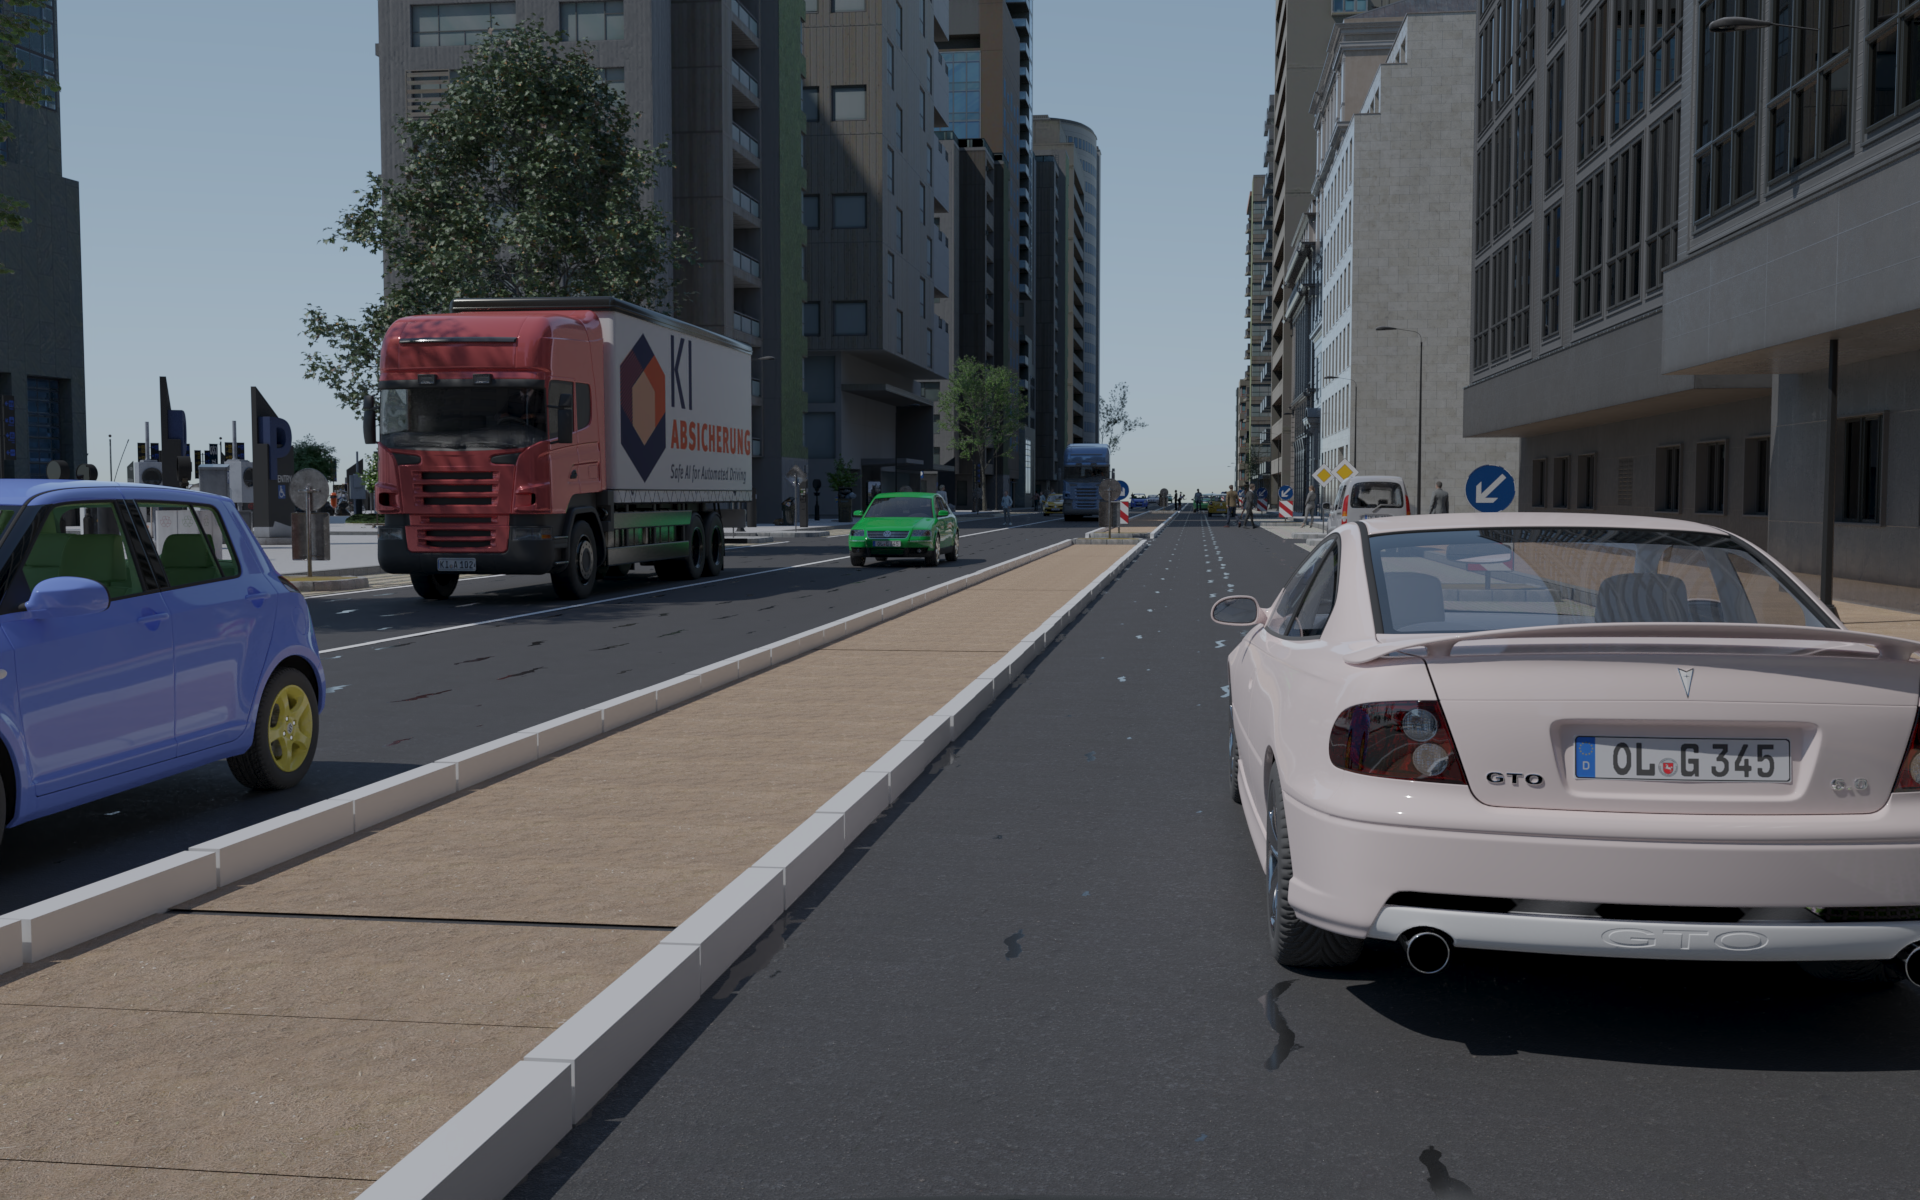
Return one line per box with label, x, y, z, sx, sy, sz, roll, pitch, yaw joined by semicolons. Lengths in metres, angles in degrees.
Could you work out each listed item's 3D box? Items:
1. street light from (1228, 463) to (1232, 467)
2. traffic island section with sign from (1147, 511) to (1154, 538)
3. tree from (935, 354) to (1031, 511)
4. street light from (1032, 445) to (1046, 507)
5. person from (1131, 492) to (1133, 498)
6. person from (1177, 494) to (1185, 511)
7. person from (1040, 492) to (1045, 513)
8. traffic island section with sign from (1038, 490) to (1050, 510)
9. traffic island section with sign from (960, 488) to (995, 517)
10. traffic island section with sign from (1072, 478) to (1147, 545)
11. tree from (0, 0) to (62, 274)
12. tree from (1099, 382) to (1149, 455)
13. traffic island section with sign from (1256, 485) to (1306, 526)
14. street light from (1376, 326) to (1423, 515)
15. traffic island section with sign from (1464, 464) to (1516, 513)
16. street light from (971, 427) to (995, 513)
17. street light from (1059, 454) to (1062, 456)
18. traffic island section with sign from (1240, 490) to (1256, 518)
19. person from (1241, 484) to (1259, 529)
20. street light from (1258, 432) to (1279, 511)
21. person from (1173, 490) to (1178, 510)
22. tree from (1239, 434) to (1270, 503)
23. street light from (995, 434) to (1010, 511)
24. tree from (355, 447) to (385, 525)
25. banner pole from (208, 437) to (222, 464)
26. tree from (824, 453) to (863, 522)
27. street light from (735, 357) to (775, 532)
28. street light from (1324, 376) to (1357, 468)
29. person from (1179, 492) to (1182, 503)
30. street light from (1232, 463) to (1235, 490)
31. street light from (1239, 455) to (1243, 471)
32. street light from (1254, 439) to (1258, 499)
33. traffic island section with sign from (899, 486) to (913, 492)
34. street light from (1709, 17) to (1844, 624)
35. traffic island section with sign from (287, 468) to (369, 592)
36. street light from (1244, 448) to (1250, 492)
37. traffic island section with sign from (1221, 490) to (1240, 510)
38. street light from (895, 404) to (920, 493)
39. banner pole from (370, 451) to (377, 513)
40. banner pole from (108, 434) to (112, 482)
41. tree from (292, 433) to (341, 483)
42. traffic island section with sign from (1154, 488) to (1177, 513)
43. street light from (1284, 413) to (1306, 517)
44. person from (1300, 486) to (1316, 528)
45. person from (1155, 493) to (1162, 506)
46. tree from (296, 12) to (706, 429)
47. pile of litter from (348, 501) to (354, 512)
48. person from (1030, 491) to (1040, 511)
street light;40.873;-17.394;256.932;1.470;5.913;1.316;0;4;8
traffic island section with sign;5.265;-2.984;56.917;2.006;1.907;1.989;0;4;8
tree;1.691;-12.477;129.759;9.928;11.665;9.643;0;3;0
street light;7.524;-11.801;165.487;1.470;5.913;1.316;0;4;8
person;28.632;-17.027;287.804;0.541;1.710;0.530;0;4;6
person;19.125;-8.426;149.447;0.628;1.438;0.799;2;4;34
person;6.088;-7.231;128.542;0.330;1.601;0.589;-2;4;-28
traffic island section with sign;7.942;-9.100;157.410;1.989;1.847;2.006;0;4;8
traffic island section with sign;1.111;-6.049;107.531;1.989;1.847;2.006;0;4;8
traffic island section with sign;4.249;-2.535;49.580;2.006;1.907;1.989;0;4;8
tree;-13.659;-6.108;17.999;7.486;12.596;7.792;0;3;0
tree;25.311;-26.589;290.618;12.611;20.169;13.585;0;3;0
traffic island section with sign;14.392;-4.200;77.299;1.989;1.847;2.006;0;4;8
street light;12.188;-4.614;47.984;1.470;5.913;1.316;0;4;8
traffic island section with sign;7.061;-0.932;23.866;1.989;1.847;2.006;0;4;8
street light;1.478;-9.039;120.333;1.470;5.913;1.316;0;4;8
street light;11.780;-13.703;196.585;1.470;5.913;1.316;0;4;8
traffic island section with sign;18.213;-5.906;105.196;1.989;1.847;2.006;0;4;8
person;12.025;-3.867;71.500;0.755;1.850;0.659;0;4;-4
street light;23.320;-9.617;129.785;1.470;5.913;1.316;0;4;8
person;19.088;-8.863;153.415;0.705;1.823;1.348;0;4;-6
tree;36.420;-16.139;214.231;4.360;8.622;3.978;0;3;0
street light;3.381;-9.915;134.655;1.470;5.913;1.316;0;4;8
tree;-23.877;-4.670;70.962;1.663;3.219;1.824;0;3;0
banner pole;-32.436;-5.237;75.648;0.401;3.779;0.863;2;4;26
tree;-5.621;-5.301;81.280;1.663;3.219;1.824;0;3;0
street light;-6.932;-5.269;58.685;1.470;5.913;1.316;0;4;8
street light;14.995;-5.846;68.126;1.470;5.913;1.316;0;4;8
person;26.982;-12.433;212.500;0.721;1.743;1.217;0;4;1
street light;36.613;-15.509;226.115;1.470;5.913;1.316;0;4;8
street light;33.865;-14.301;206.357;1.470;5.913;1.316;0;4;8
street light;25.403;-10.531;144.716;1.470;5.913;1.316;0;4;8
traffic island section with sign;-2.553;-4.416;80.825;1.989;1.847;2.006;0;4;8
street light;8.004;-2.718;16.985;1.470;5.913;1.316;0;4;8
traffic island section with sign;-10.063;-1.066;26.055;1.989;1.847;2.006;0;4;8
street light;29.674;-12.415;175.531;1.470;5.913;1.316;0;4;8
traffic island section with sign;28.736;-10.601;181.951;1.989;1.847;2.006;0;4;8
street light;-2.771;-7.154;89.515;1.470;5.913;1.316;0;4;8
banner pole;-29.730;-6.031;88.630;0.863;3.779;0.401;2;4;34
banner pole;-35.523;-5.043;72.471;0.401;3.779;0.863;-2;4;-24
tree;-34.979;-6.680;92.928;4.285;4.588;4.351;0;3;0
traffic island section with sign;15.459;-7.537;131.364;2.006;1.907;1.989;0;4;8
street light;19.177;-7.732;98.953;1.470;5.913;1.316;0;4;8
person;14.662;-3.925;72.942;0.573;1.790;0.520;2;4;34
person;24.121;-12.215;208.230;1.348;1.821;0.705;0;4;1
tree;-10.500;-7.639;41.901;9.611;12.733;9.660;0;3;0
pile of litter;-44.728;-6.888;126.584;1.719;0.858;1.176;1;4;16
person;6.419;-8.461;147.539;0.721;1.736;1.217;-3;5;-41
